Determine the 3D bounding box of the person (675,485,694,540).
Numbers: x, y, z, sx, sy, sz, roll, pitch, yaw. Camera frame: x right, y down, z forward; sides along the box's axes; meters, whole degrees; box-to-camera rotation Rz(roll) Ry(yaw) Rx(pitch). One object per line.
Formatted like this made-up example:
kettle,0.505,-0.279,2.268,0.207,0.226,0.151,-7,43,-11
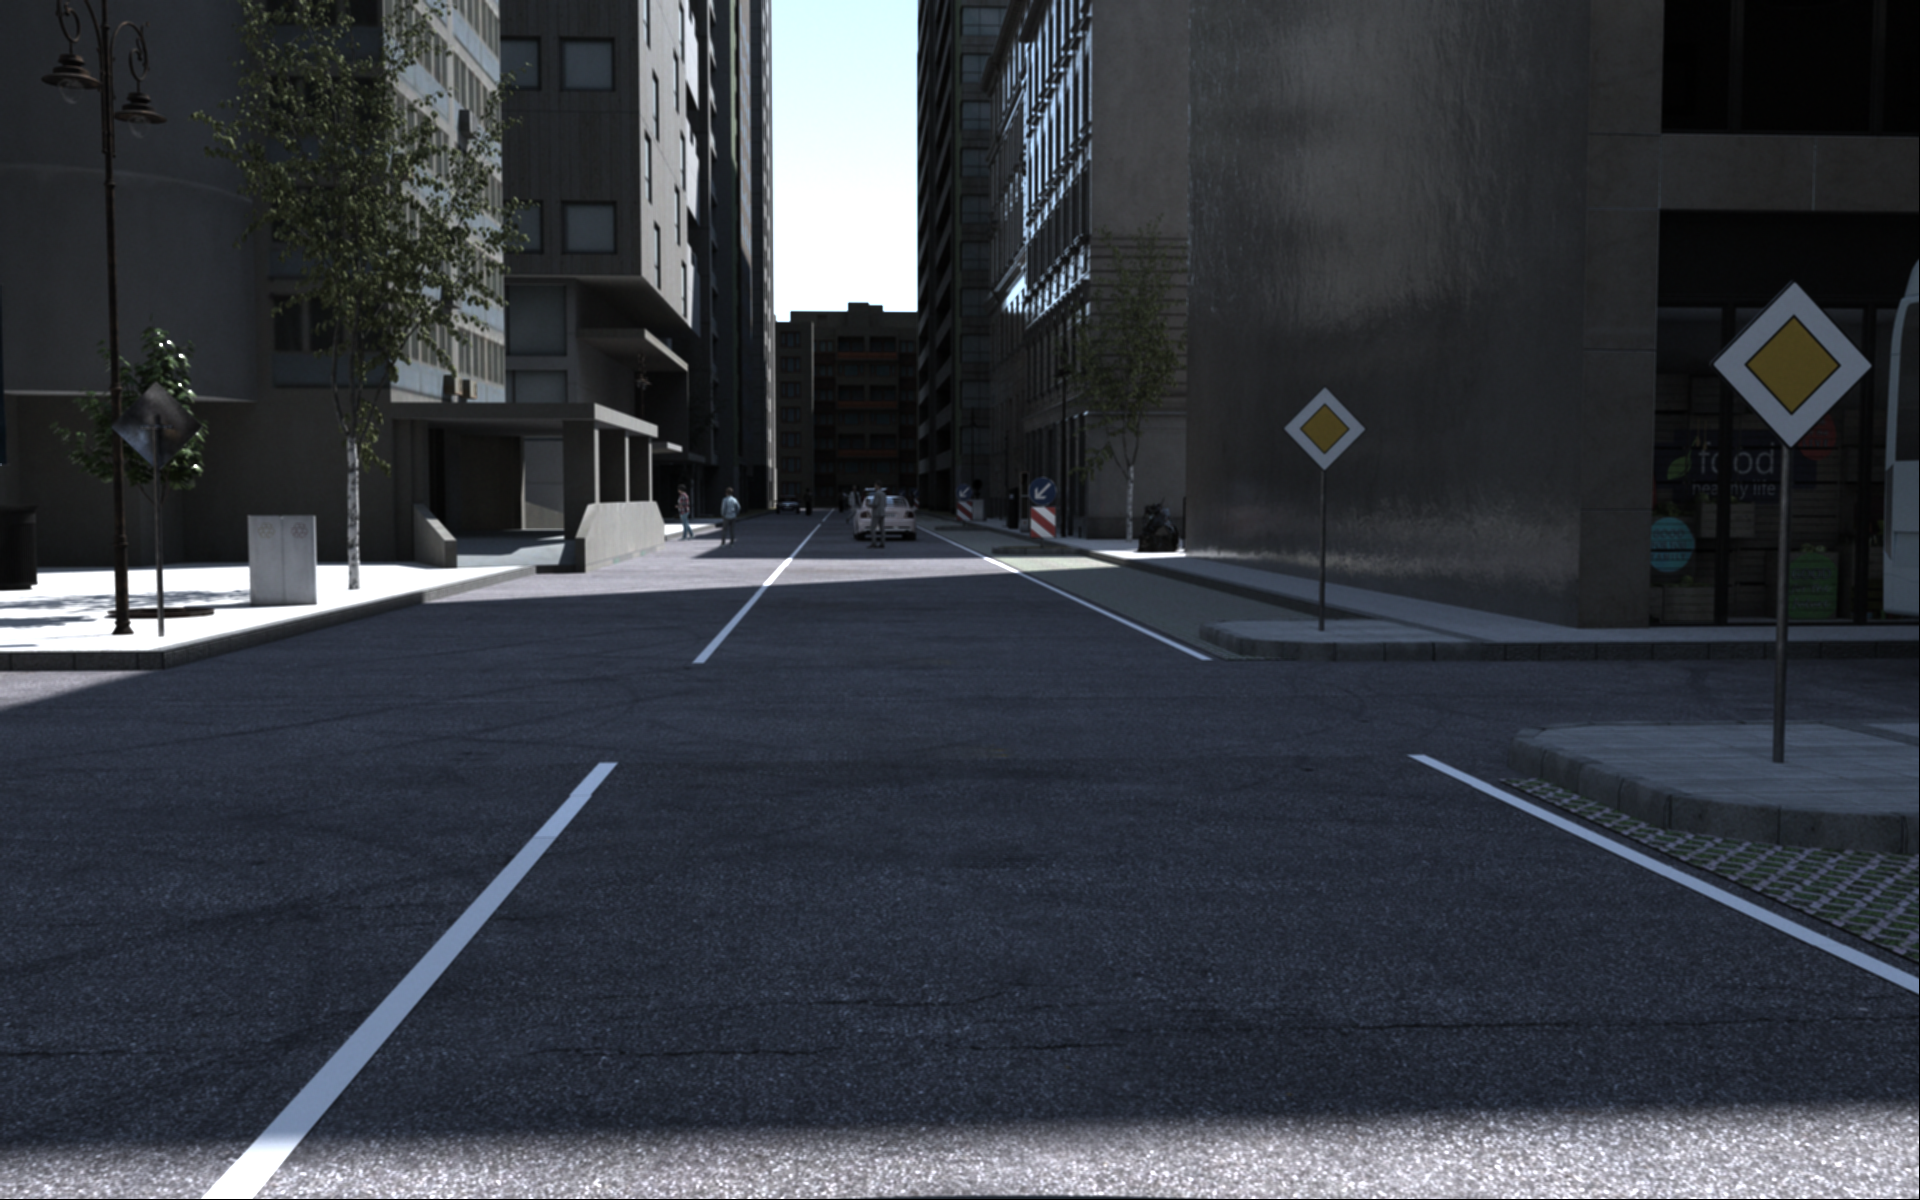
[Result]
person,-8.497,-2.703,53.527,0.643,1.720,0.563,-1,4,-19

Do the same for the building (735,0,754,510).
building,-23.174,-29.444,131.514,14.600,45.320,14.200,0,4,-4

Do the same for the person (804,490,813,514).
person,-10.976,-7.084,125.119,0.742,1.727,0.445,1,4,20

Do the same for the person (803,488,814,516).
person,-10.146,-6.564,115.835,0.705,1.823,1.348,-2,4,-35

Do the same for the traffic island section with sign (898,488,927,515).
traffic island section with sign,-3.235,-6.691,118.023,1.989,1.847,2.006,0,4,-4

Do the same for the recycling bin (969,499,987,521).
recycling bin,0.846,-4.248,82.005,0.722,1.027,0.722,1,4,13

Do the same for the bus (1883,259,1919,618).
bus,14.007,-1.109,12.996,13.247,3.499,2.948,0,4,-5

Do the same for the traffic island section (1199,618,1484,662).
traffic island section,3.413,0.368,16.267,2.009,0.180,2.903,0,4,-4

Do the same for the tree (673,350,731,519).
tree,-13.811,-8.393,87.593,4.360,8.622,3.978,0,3,0

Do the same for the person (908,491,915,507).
person,-3.130,-6.214,111.572,0.415,1.643,0.593,-1,4,-19

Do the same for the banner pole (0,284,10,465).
banner pole,-10.225,-1.705,17.889,0.401,3.779,0.863,2,4,27

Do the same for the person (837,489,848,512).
person,-9.278,-7.773,135.591,0.705,1.823,1.348,2,4,32

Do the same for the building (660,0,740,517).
building,-19.929,-25.258,96.566,14.154,41.232,14.086,0,4,-4

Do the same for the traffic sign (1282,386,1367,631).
traffic sign,3.390,-0.767,16.188,0.795,2.450,0.064,0,4,-4

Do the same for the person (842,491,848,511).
person,-9.939,-8.497,148.363,0.756,1.711,0.436,0,4,-4

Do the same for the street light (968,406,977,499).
street light,0.660,-7.226,90.929,0.468,5.910,1.993,0,4,-4

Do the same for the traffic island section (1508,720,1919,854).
traffic island section,3.934,0.855,8.299,2.009,0.180,2.903,0,4,-4

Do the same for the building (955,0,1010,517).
building,6.615,-25.562,101.539,14.154,41.232,14.086,0,4,-4

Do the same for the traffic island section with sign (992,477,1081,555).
traffic island section with sign,1.782,-2.004,41.394,1.989,1.847,2.006,0,4,-4

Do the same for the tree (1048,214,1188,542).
tree,4.474,-5.855,46.099,4.737,8.622,4.395,0,3,0

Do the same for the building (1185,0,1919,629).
building,22.221,-13.568,26.357,34.151,26.468,19.350,0,4,-4

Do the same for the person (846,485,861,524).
person,-4.993,-4.469,81.450,0.818,1.842,0.514,3,4,37

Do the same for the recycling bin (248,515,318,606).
recycling bin,-7.900,-0.467,20.188,0.722,1.027,0.722,-1,4,-23

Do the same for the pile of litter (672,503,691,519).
pile of litter,-14.252,-4.591,89.027,1.176,0.858,1.719,1,4,16

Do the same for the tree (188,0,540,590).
tree,-7.948,-4.454,23.190,4.737,8.622,4.395,0,3,0

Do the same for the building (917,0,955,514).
building,7.601,-31.701,142.014,21.300,48.544,21.600,0,4,-4

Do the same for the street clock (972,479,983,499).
street clock,0.831,-4.821,83.387,0.471,2.002,0.358,-1,4,-12

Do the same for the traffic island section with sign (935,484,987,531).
traffic island section with sign,0.011,-3.649,68.291,1.989,1.847,2.006,0,4,-4

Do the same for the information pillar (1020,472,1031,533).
information pillar,2.177,-3.251,57.641,0.304,2.012,0.304,1,4,12

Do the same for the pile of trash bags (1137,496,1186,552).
pile of trash bags,5.145,-1.822,39.543,1.912,1.369,3.447,1,4,16

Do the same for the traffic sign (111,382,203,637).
traffic sign,-7.183,-0.726,15.520,0.795,2.450,0.064,0,4,-4

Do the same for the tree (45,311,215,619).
tree,-8.442,-1.454,18.367,1.663,3.219,1.824,0,3,0

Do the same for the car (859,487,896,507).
car,-4.887,-5.664,101.280,2.281,1.827,5.304,0,4,-2

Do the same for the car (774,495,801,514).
car,-12.526,-6.944,126.110,1.945,1.354,3.894,0,4,-6

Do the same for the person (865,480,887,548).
person,-2.241,-2.290,46.134,0.583,1.804,0.606,1,4,19

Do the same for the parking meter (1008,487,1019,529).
parking meter,1.975,-3.399,63.981,0.372,1.533,0.369,0,3,0

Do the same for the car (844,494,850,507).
car,-10.225,-9.205,162.292,2.131,1.459,4.920,0,4,-5

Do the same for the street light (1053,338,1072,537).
street light,3.086,-4.810,51.423,0.468,5.910,1.993,0,4,-4

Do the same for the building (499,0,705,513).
building,-24.959,-29.367,69.391,28.713,52.752,27.495,0,4,-4

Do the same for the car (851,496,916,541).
car,-2.403,-2.597,54.821,2.083,1.381,4.827,0,4,-5

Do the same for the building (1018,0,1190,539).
building,7.668,-12.744,57.515,9.793,20.994,18.267,0,4,-4

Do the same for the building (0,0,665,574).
building,-23.340,-21.055,36.127,32.217,40.220,23.993,0,4,-4

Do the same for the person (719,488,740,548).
person,-6.181,-2.209,46.422,0.589,1.601,0.330,-2,4,-26

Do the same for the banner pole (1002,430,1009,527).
banner pole,1.795,-4.712,67.065,0.401,3.779,0.863,1,4,12

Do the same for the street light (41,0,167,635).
street light,-7.664,-2.623,15.680,0.468,5.910,1.993,0,4,-4

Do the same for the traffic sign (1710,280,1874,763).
traffic sign,3.911,-0.280,8.220,0.795,2.450,0.064,0,4,-4

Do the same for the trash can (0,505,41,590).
trash can,-12.736,-0.708,23.235,0.748,1.137,0.748,0,3,0

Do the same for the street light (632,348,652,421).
street light,-10.113,-5.040,55.184,0.468,5.910,1.993,0,4,-4

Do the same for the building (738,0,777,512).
building,-27.354,-43.821,154.717,20.611,71.187,20.563,0,4,-4

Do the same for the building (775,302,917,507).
building,-10.168,-20.966,187.830,28.899,21.520,27.650,0,4,-4

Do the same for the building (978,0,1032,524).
building,7.941,-17.233,79.031,12.463,27.353,25.104,0,4,-4
